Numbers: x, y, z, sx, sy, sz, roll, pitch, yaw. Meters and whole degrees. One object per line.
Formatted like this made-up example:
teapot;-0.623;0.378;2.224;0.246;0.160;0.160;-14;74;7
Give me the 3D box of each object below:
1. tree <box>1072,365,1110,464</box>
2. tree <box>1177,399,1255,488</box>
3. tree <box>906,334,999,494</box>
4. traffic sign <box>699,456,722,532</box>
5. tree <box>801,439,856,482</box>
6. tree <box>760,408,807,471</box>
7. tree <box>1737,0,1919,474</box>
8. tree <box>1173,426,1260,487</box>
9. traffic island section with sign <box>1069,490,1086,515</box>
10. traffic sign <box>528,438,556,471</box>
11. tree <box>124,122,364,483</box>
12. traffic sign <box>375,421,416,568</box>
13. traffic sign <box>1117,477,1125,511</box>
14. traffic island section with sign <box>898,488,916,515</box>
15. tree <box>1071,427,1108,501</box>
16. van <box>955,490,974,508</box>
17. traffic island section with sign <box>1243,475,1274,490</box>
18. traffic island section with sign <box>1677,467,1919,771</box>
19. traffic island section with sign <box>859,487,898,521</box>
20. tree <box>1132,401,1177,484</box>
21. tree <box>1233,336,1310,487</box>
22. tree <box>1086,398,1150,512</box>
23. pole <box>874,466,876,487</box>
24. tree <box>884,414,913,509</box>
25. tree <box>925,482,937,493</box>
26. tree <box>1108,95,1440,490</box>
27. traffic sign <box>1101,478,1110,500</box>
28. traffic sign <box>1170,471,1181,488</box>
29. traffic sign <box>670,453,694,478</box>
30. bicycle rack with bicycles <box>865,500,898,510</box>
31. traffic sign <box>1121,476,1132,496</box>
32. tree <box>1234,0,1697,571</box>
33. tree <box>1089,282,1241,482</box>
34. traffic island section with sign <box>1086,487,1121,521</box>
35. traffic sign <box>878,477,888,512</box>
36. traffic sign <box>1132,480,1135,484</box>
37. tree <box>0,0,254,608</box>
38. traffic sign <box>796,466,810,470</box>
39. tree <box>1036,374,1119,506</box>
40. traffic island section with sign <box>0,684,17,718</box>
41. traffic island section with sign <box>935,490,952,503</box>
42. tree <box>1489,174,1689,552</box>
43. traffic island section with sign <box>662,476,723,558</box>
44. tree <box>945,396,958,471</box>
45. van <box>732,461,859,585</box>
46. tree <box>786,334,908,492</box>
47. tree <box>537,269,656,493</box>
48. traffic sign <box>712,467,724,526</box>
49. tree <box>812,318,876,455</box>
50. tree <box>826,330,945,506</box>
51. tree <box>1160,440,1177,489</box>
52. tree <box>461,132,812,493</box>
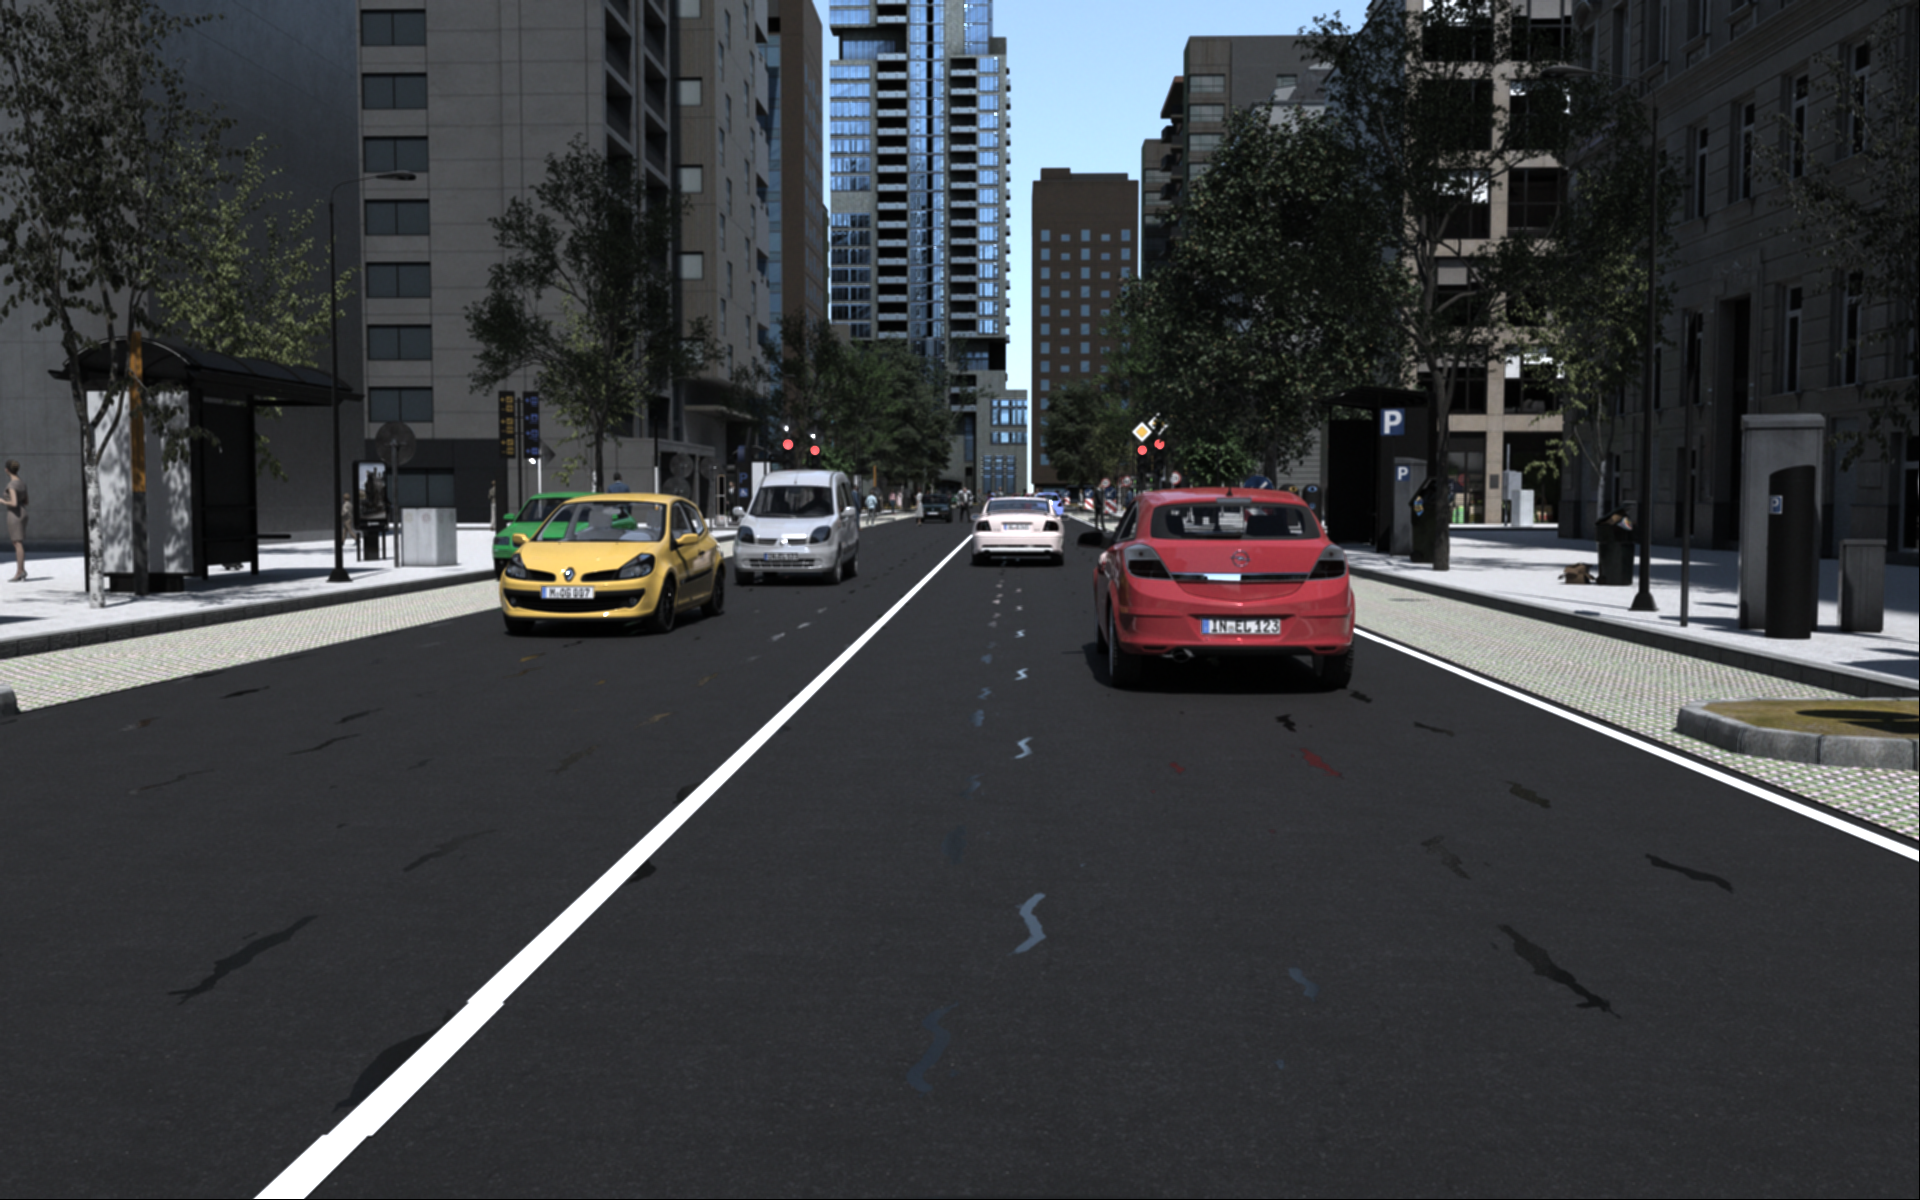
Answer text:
tree;11.455;-10.600;107.716;8.767;10.594;7.601;-2;4;-28
tree;15.166;-9.052;98.359;4.737;8.622;4.395;0;3;0
tree;-2.126;-21.308;204.281;12.611;20.169;13.585;0;3;0
traffic sign;-8.349;-3.540;57.980;0.768;2.556;0.104;0;4;6
tree;-7.605;-7.065;99.221;4.285;4.588;4.351;0;3;0
tree;-14.270;-11.612;140.216;4.360;8.622;3.978;0;3;0
tree;11.511;-4.247;19.799;4.360;8.622;3.978;0;3;0
tree;10.081;-5.178;68.370;4.285;4.588;4.351;0;3;0
traffic island section with sign;8.738;-6.774;119.390;1.989;1.847;2.006;0;4;2
traffic sign;-9.881;-2.506;40.713;0.795;2.593;0.064;1;4;10
tree;-14.631;-5.185;35.137;4.737;8.622;4.395;0;3;0
traffic sign;-9.823;-1.837;30.133;0.768;2.556;0.104;1;4;10
traffic sign;12.100;-7.890;129.101;0.768;2.556;0.104;0;4;8
traffic island section with sign;-3.651;-6.829;120.283;1.989;1.847;2.006;0;4;2
tree;13.442;-13.681;174.054;4.360;8.622;3.978;0;3;0
van;0.478;-10.470;178.193;2.013;2.044;4.112;0;4;0
traffic island section with sign;6.115;-1.722;36.780;1.989;1.847;2.006;0;4;2
traffic island section with sign;5.261;-0.074;9.838;1.989;1.847;2.006;0;4;2
traffic island section with sign;-4.514;-5.181;93.342;1.989;1.847;2.006;0;4;2
tree;13.358;-10.215;117.375;4.360;8.622;3.978;0;3;0
tree;13.540;-7.698;76.231;4.360;8.622;3.978;0;3;0
tree;11.673;-10.625;124.076;4.737;8.622;4.395;0;3;0
pole;-6.098;-7.971;124.170;0.158;3.312;0.155;0;3;0
tree;-5.268;-12.407;153.211;4.360;8.622;3.978;0;3;0
tree;-3.769;-13.327;212.489;1.663;3.219;1.824;0;3;0
tree;9.058;-8.130;49.932;9.611;12.733;9.660;0;3;0
traffic sign;11.637;-8.463;138.483;0.768;2.556;0.104;0;4;2
traffic sign;11.882;-5.865;96.006;0.768;2.556;0.104;1;4;9
traffic sign;-8.726;-3.315;54.305;0.768;2.556;0.104;0;4;4
bicycle rack with bicycles;-6.375;-7.839;141.551;2.925;0.926;2.852;-1;4;-15
traffic sign;11.545;-7.327;119.909;0.768;2.556;0.104;1;4;10
tree;8.356;-5.780;28.918;7.601;10.594;8.767;-3;4;-38
tree;10.069;-9.625;83.122;9.928;11.665;9.643;0;3;0
traffic island section with sign;7.884;-5.127;92.448;1.989;1.847;2.006;0;4;2
traffic sign;-5.631;-7.708;126.135;0.768;2.556;0.104;1;4;10
traffic sign;13.208;-8.238;134.790;0.768;2.556;0.104;1;4;11
tree;-9.692;-4.197;18.987;4.360;8.622;3.978;0;3;0
traffic sign;-7.161;-4.820;78.914;0.768;2.556;0.104;0;4;4
tree;12.914;-16.896;182.911;9.857;13.997;8.962;0;3;0
traffic island section with sign;-7.132;-0.131;10.778;1.989;1.847;2.006;0;4;2
traffic island section with sign;-2.087;-9.865;169.913;1.989;1.847;2.006;0;4;2
tree;14.174;-5.386;38.425;4.737;8.622;4.395;0;3;0
traffic island section with sign;-6.273;-1.800;38.056;1.989;1.847;2.006;0;4;2
tree;-4.846;-17.135;186.809;9.857;13.997;8.962;0;3;0
van;-2.664;-1.326;28.693;2.013;2.044;4.112;0;4;3
tree;-7.295;-11.528;114.243;9.928;11.665;9.643;0;3;0
tree;-12.068;-6.534;57.193;4.737;8.622;4.395;0;3;0
traffic sign;-10.002;-4.313;70.620;0.768;2.556;0.104;1;4;11
tree;-8.278;-9.281;86.161;8.767;10.594;7.601;0;4;2
tree;-6.366;-14.069;136.688;9.857;13.997;8.962;0;3;0
tree;16.651;-10.553;122.896;4.737;8.622;4.395;0;3;0
tree;-9.805;-6.808;45.729;8.767;10.594;7.601;2;4;32
